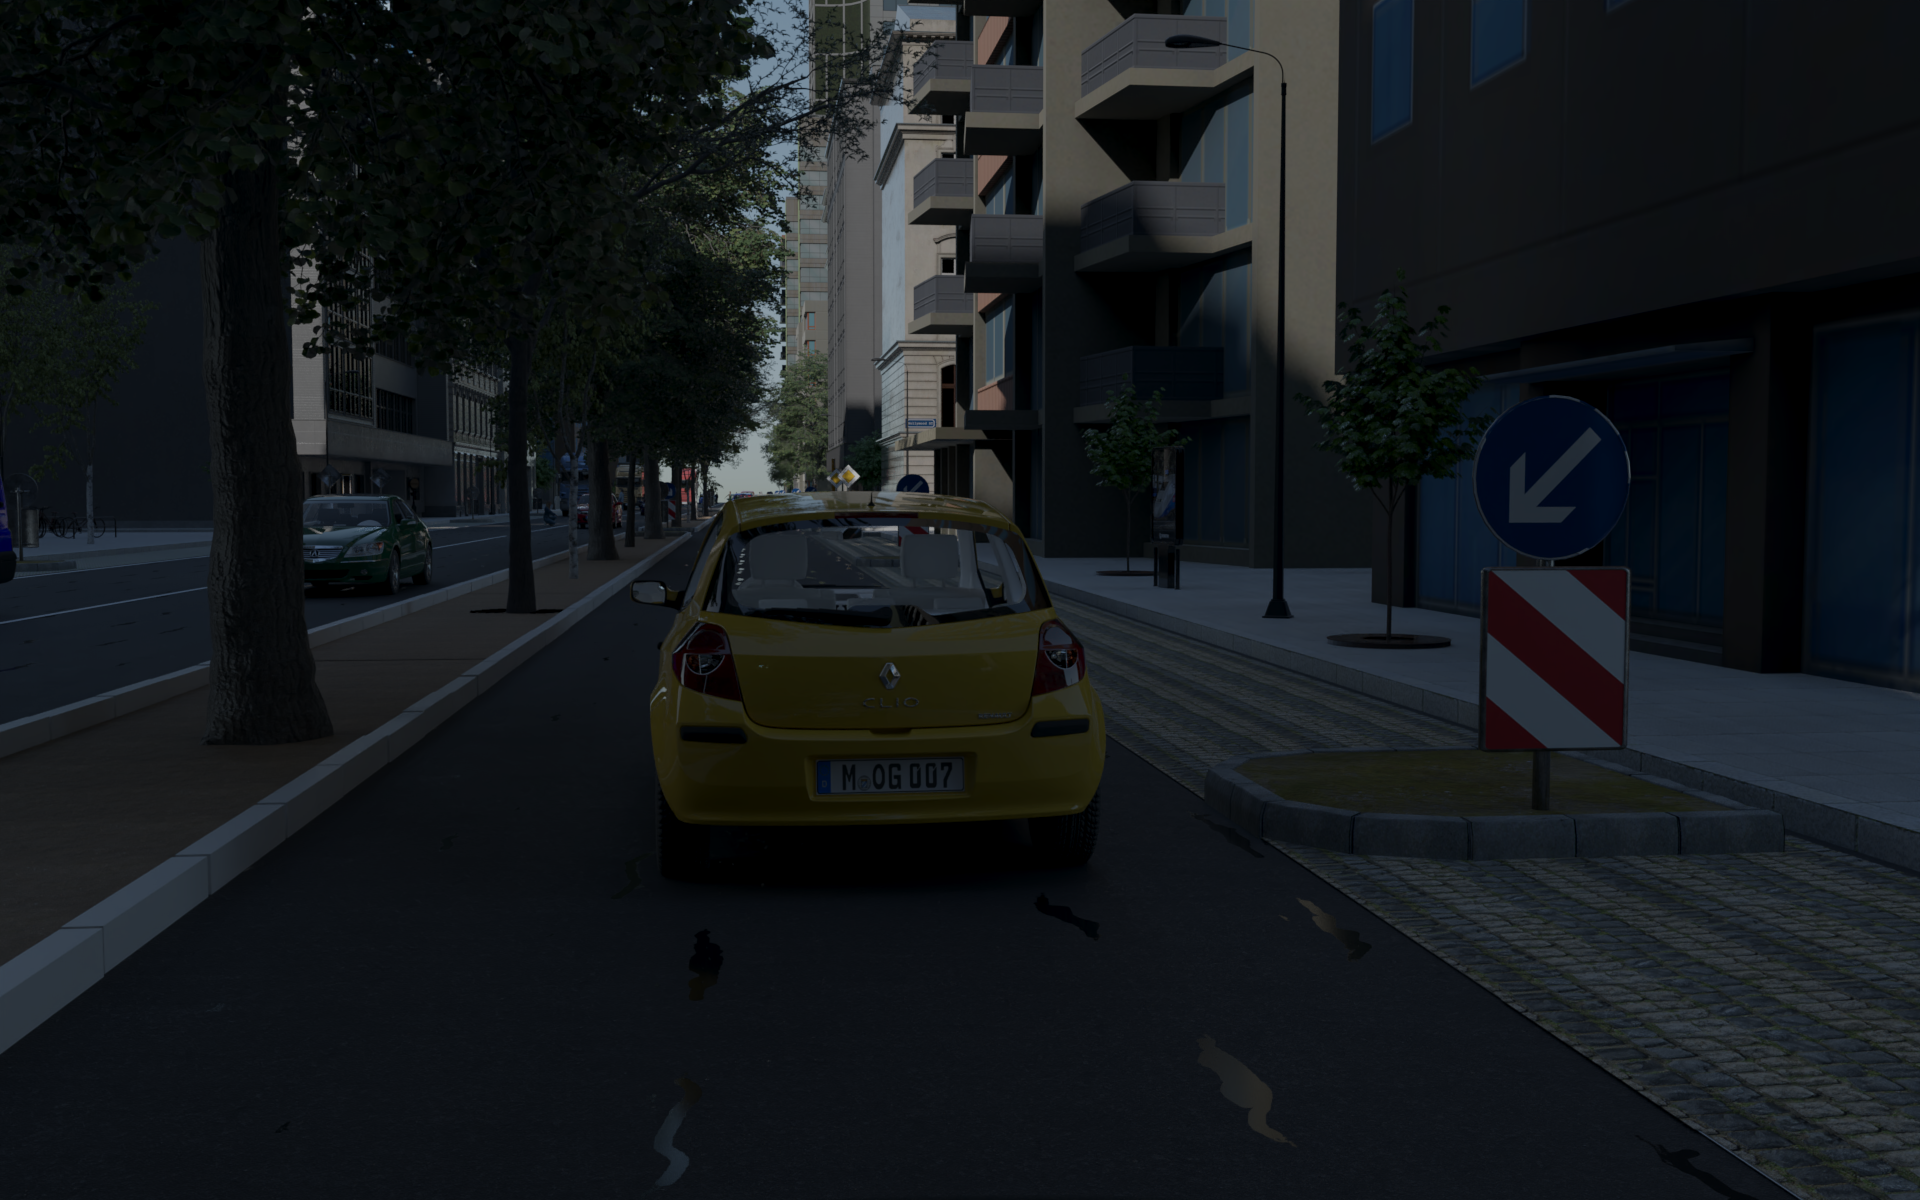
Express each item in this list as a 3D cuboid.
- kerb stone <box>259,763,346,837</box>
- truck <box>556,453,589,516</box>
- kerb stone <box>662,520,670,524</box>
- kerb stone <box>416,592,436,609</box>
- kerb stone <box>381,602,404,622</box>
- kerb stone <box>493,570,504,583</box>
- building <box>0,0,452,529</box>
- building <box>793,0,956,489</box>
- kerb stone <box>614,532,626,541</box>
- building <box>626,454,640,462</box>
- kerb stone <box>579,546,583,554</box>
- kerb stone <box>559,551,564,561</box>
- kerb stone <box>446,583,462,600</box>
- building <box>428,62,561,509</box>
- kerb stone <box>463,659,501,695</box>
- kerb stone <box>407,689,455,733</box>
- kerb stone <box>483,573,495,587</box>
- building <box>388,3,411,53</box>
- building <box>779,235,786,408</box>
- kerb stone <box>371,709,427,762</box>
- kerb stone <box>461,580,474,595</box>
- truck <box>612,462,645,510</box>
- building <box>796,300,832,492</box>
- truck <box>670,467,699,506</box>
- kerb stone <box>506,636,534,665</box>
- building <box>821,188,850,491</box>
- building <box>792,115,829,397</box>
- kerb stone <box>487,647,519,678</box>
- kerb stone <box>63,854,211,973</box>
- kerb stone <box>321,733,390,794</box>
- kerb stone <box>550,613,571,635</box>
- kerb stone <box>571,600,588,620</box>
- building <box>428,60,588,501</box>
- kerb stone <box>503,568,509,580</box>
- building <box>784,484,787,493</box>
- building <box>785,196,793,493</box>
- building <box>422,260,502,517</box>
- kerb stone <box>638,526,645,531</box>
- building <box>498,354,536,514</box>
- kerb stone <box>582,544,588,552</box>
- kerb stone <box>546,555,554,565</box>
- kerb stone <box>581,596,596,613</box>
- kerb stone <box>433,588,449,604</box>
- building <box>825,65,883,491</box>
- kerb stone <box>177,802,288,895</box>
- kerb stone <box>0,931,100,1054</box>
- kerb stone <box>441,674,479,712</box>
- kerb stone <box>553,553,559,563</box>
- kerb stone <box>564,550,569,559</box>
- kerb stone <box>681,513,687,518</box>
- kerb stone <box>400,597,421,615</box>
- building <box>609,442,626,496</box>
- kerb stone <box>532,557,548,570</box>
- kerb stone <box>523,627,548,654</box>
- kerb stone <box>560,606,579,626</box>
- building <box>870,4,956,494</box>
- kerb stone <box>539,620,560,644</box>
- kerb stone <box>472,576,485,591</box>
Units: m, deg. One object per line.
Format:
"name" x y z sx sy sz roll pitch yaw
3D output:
"kerb stone" -2.921 0.887 7.701 0.120 0.150 1.000 0 4 -7
"truck" -25.280 -7.873 118.475 2.967 4.110 18.799 0 4 -7
"kerb stone" -14.655 -3.920 86.377 0.120 0.150 1.000 0 4 -7
"kerb stone" -6.749 0.032 21.679 0.120 0.150 1.000 0 4 -7
"kerb stone" -6.496 0.156 19.646 0.120 0.150 1.000 0 4 -7
"kerb stone" -7.482 -0.342 27.787 0.120 0.150 1.000 0 4 -7
"building" -32.871 -15.861 78.388 14.314 24.678 30.058 0 4 -7
"building" -9.611 -47.031 207.214 20.563 71.187 20.611 0 4 -7
"kerb stone" -10.855 -2.021 55.293 0.120 0.150 1.000 0 4 -7
"building" -57.871 -36.380 249.435 22.147 44.769 28.867 0 4 -7
"kerb stone" -9.114 -1.152 41.046 0.120 0.150 1.000 0 4 -7
"kerb stone" -8.611 -0.903 36.966 0.120 0.150 1.000 0 4 -7
"kerb stone" -6.991 -0.093 23.709 0.120 0.150 1.000 0 4 -7
"building" -50.837 -27.975 149.272 32.217 40.220 23.993 0 4 -7
"kerb stone" -3.539 0.575 12.787 0.120 0.150 1.000 0 4 -7
"kerb stone" -3.296 0.701 10.747 0.120 0.150 1.000 0 4 -7
"kerb stone" -7.364 -0.278 26.767 0.120 0.150 1.000 0 4 -7
"building" -51.140 -53.686 190.430 22.319 86.520 31.000 0 4 -7
"building" -18.570 -38.624 286.122 22.147 44.769 28.867 0 4 -7
"kerb stone" -3.164 0.767 9.733 0.120 0.150 1.000 0 4 -7
"kerb stone" -7.122 -0.155 24.723 0.120 0.150 1.000 0 4 -7
"truck" -29.300 -10.193 155.561 2.839 4.237 11.283 0 4 -5
"building" -1.827 -19.913 170.623 27.650 21.520 28.899 0 4 -7
"truck" -28.318 -11.606 178.663 2.839 4.237 11.283 0 4 -8
"kerb stone" -3.794 0.450 14.833 0.120 0.150 1.000 0 4 -7
"building" -3.073 -21.002 130.778 14.401 28.519 23.554 0 4 -7
"building" -10.755 -31.006 190.545 14.154 41.232 14.086 0 4 -7
"kerb stone" -3.669 0.513 13.813 0.120 0.150 1.000 0 4 -7
"kerb stone" -2.673 1.016 5.655 0.120 0.150 1.000 0 4 -7
"kerb stone" -3.049 0.825 8.717 0.120 0.150 1.000 0 4 -7
"kerb stone" -4.158 0.266 17.888 0.120 0.150 1.000 0 4 -7
"kerb stone" -4.414 0.139 19.916 0.120 0.150 1.000 0 4 -7
"building" -44.269 -31.771 169.568 14.600 45.320 14.200 0 4 -7
"kerb stone" -7.614 -0.404 28.807 0.120 0.150 1.000 0 4 -7
"building" -10.476 -34.788 260.671 32.217 40.220 23.993 0 4 -7
"building" -17.165 -34.073 240.681 14.154 41.232 14.086 0 4 -7
"building" -33.386 -15.510 102.734 9.793 20.994 18.267 0 4 -7
"kerb stone" -12.286 -2.733 67.020 0.120 0.150 1.000 0 4 -7
"building" -35.848 -16.230 120.115 10.420 20.320 16.860 0 4 -7
"kerb stone" -9.360 -1.277 43.076 0.120 0.150 1.000 0 4 -7
"kerb stone" -8.363 -0.774 34.925 0.120 0.150 1.000 0 4 -7
"kerb stone" -4.538 0.083 20.936 0.120 0.150 1.000 0 4 -7
"kerb stone" -6.872 -0.027 22.694 0.120 0.150 1.000 0 4 -7
"building" -0.682 -19.185 107.176 14.314 27.812 24.014 0 4 -7
"kerb stone" -2.797 0.952 6.678 0.120 0.150 1.000 0 4 -7
"kerb stone" -2.541 1.078 4.635 0.120 0.150 1.000 0 4 -7
"kerb stone" -3.421 0.649 11.763 0.120 0.150 1.000 0 4 -7
"kerb stone" -8.482 -0.841 35.947 0.120 0.150 1.000 0 4 -7
"kerb stone" -8.734 -0.961 37.981 0.120 0.150 1.000 0 4 -7
"kerb stone" -17.638 -5.413 110.790 0.120 0.150 1.000 0 4 -7
"kerb stone" -6.618 0.094 20.664 0.120 0.150 1.000 0 4 -7
"building" -51.714 -35.367 228.367 14.600 45.320 14.200 0 4 -7
"kerb stone" -8.235 -0.713 33.900 0.120 0.150 1.000 0 4 -7
"kerb stone" -3.917 0.388 15.848 0.120 0.150 1.000 0 4 -7
"kerb stone" -4.293 0.205 18.901 0.120 0.150 1.000 0 4 -7
"building" 13.882 -15.734 76.342 34.723 24.649 14.460 0 4 -7
"kerb stone" -4.035 0.328 16.873 0.120 0.150 1.000 0 4 -7
"kerb stone" -7.241 -0.216 25.752 0.120 0.150 1.000 0 4 -7
